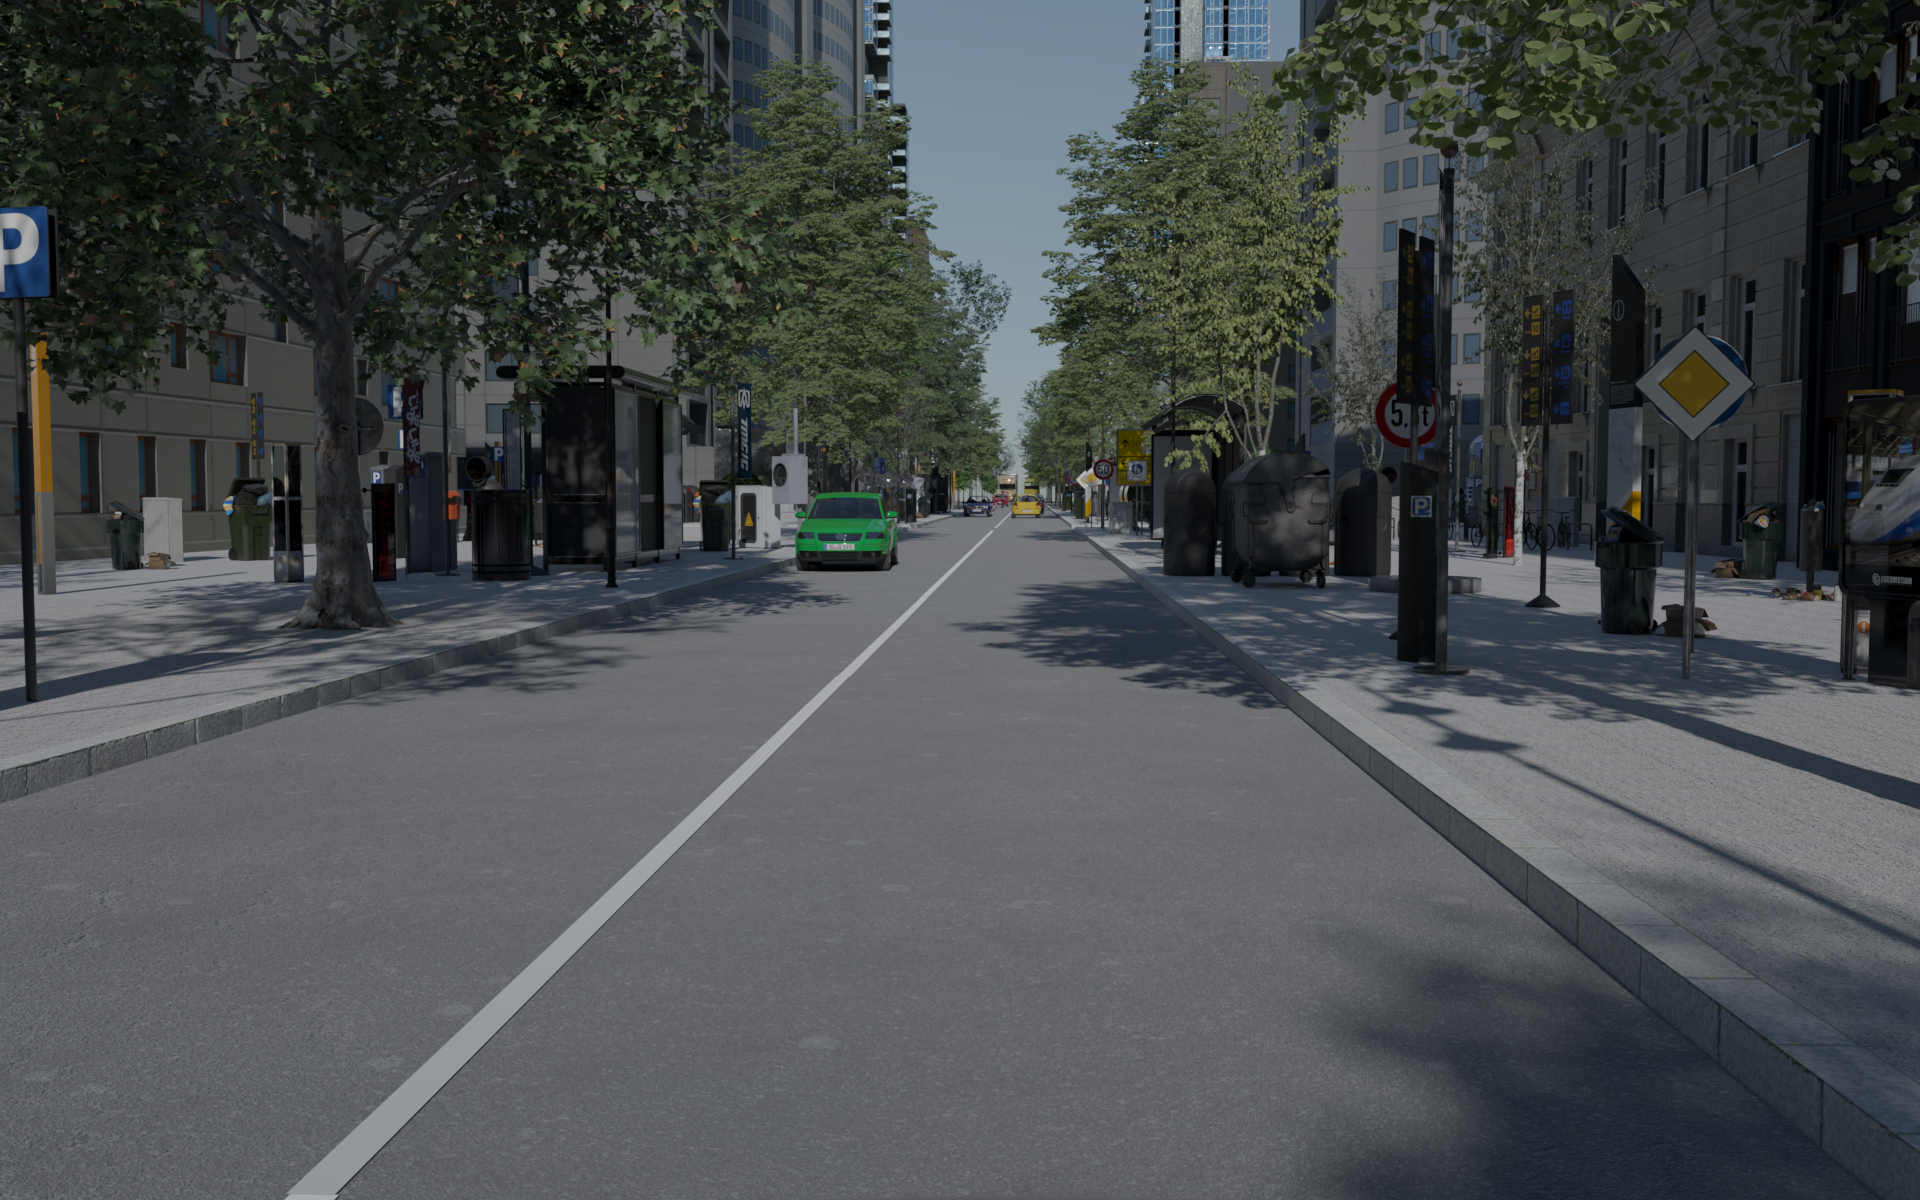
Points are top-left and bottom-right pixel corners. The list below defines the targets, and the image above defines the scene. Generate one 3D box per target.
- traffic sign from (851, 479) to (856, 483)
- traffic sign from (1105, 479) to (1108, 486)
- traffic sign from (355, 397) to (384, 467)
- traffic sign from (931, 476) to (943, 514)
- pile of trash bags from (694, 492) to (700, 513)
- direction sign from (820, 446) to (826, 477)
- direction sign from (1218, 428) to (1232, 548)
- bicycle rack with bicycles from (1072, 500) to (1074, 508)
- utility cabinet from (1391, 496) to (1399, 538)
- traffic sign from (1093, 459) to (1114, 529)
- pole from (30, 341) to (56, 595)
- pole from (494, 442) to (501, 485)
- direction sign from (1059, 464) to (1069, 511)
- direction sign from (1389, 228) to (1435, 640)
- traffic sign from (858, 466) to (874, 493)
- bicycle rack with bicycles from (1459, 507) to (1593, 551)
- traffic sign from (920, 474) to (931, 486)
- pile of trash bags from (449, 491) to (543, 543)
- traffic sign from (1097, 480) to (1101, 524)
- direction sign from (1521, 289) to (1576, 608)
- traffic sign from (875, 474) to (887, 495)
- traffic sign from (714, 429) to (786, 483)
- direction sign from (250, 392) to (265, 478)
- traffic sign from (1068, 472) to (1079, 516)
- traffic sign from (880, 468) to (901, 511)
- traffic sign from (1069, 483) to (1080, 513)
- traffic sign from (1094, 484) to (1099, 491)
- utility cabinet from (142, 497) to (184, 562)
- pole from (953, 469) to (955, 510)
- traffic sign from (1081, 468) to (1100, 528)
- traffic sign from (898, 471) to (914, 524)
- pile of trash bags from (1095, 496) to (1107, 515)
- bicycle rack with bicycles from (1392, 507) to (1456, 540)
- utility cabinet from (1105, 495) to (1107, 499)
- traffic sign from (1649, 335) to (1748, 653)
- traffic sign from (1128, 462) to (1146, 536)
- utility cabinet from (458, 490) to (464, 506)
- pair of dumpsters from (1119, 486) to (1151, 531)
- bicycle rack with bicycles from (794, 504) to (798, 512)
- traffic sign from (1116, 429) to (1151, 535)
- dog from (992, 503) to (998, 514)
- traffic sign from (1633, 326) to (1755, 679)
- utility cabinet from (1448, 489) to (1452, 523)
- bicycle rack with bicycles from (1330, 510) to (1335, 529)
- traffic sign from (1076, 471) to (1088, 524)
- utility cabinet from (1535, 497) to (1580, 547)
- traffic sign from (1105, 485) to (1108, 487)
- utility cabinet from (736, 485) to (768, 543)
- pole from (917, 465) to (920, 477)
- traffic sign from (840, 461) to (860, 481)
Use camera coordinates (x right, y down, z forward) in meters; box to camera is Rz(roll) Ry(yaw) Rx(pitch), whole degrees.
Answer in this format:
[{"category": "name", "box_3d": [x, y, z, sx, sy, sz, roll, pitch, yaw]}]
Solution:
[{"category": "traffic sign", "box_3d": [-5.115, -4.884, 79.965, 0.768, 2.556, 0.104, 1, 4, 8]}, {"category": "traffic sign", "box_3d": [10.028, -7.060, 115.532, 0.768, 2.556, 0.104, 1, 4, 9]}, {"category": "traffic sign", "box_3d": [-7.961, -1.390, 22.834, 0.768, 2.556, 0.104, 1, 4, 10]}, {"category": "traffic sign", "box_3d": [-1.504, -6.781, 112.049, 0.795, 2.450, 0.064, 1, 4, 12]}, {"category": "pile of trash bags", "box_3d": [-12.439, -4.335, 80.637, 3.447, 1.369, 1.912, 3, 4, 36]}, {"category": "direction sign", "box_3d": [-6.193, -5.458, 81.242, 0.876, 3.537, 0.379, -2, 4, -35]}, {"category": "direction sign", "box_3d": [6.280, -3.014, 41.276, 0.379, 3.537, 0.876, -1, 4, -14]}, {"category": "bicycle rack with bicycles", "box_3d": [10.460, -7.982, 143.894, 2.925, 0.926, 2.852, 1, 4, 18]}, {"category": "utility cabinet", "box_3d": [13.114, -2.444, 51.128, 1.020, 1.237, 0.306, -3, 5, -43]}, {"category": "traffic sign", "box_3d": [5.193, -3.827, 62.684, 0.768, 2.556, 0.104, 1, 4, 9]}, {"category": "pole", "box_3d": [-11.649, -1.722, 22.000, 0.158, 3.312, 0.155, 0, 3, 0]}, {"category": "pole", "box_3d": [-17.991, -4.500, 67.412, 0.158, 3.312, 0.155, 0, 3, 0]}, {"category": "direction sign", "box_3d": [7.751, -8.362, 128.722, 0.876, 3.537, 0.379, -2, 4, -31]}, {"category": "direction sign", "box_3d": [3.987, -1.419, 15.205, 0.379, 3.537, 0.876, 2, 4, 33]}, {"category": "traffic sign", "box_3d": [-4.321, -4.835, 79.152, 0.768, 2.556, 0.104, 1, 4, 11]}, {"category": "bicycle rack with bicycles", "box_3d": [13.369, -1.638, 40.167, 2.852, 0.926, 2.925, 0, 4, 1]}, {"category": "traffic sign", "box_3d": [-2.241, -6.692, 109.522, 0.768, 2.556, 0.104, 0, 4, 7]}, {"category": "pile of trash bags", "box_3d": [-12.777, -2.287, 47.146, 1.912, 1.369, 3.447, 2, 4, 30]}, {"category": "traffic sign", "box_3d": [5.799, -4.336, 73.030, 0.606, 2.300, 0.079, 0, 4, 6]}, {"category": "direction sign", "box_3d": [6.627, -1.688, 19.597, 0.379, 3.537, 0.876, -1, 4, -19]}, {"category": "traffic sign", "box_3d": [-4.076, -5.339, 89.425, 0.606, 2.300, 0.079, 0, 4, 5]}, {"category": "traffic sign", "box_3d": [-6.537, -3.674, 53.935, 2.265, 3.308, 0.079, 0, 4, 4]}, {"category": "direction sign", "box_3d": [-15.669, -2.856, 38.690, 0.379, 3.537, 0.876, -3, 4, -37]}, {"category": "traffic sign", "box_3d": [6.777, -6.238, 102.101, 0.768, 2.556, 0.104, 1, 4, 9]}, {"category": "traffic sign", "box_3d": [-2.670, -3.836, 66.360, 0.795, 2.450, 0.064, 0, 4, 2]}, {"category": "traffic sign", "box_3d": [7.599, -7.060, 115.431, 0.884, 2.594, 0.081, 1, 4, 10]}, {"category": "traffic sign", "box_3d": [9.585, -7.500, 122.726, 0.768, 2.556, 0.104, 0, 4, 8]}, {"category": "utility cabinet", "box_3d": [-15.140, -1.331, 32.918, 1.020, 1.237, 0.306, 3, 5, 40]}, {"category": "pole", "box_3d": [-0.477, -8.940, 140.008, 0.158, 3.312, 0.155, 0, 3, 0]}, {"category": "traffic sign", "box_3d": [5.017, -3.816, 66.029, 0.795, 2.450, 0.064, 0, 4, 2]}, {"category": "traffic sign", "box_3d": [-2.346, -4.324, 74.339, 0.795, 2.450, 0.064, 0, 4, 2]}, {"category": "pile of trash bags", "box_3d": [8.643, -5.969, 107.338, 3.447, 1.369, 1.912, 3, 5, 44]}, {"category": "bicycle rack with bicycles", "box_3d": [13.067, -2.128, 48.168, 2.852, 0.926, 2.925, 1, 4, 19]}, {"category": "utility cabinet", "box_3d": [12.364, -8.204, 145.303, 0.306, 1.237, 1.020, -1, 4, -14]}, {"category": "traffic sign", "box_3d": [5.886, -0.844, 13.912, 0.768, 2.556, 0.104, 1, 4, 10]}, {"category": "traffic sign", "box_3d": [5.465, -3.141, 53.490, 0.606, 2.300, 0.079, 1, 4, 12]}, {"category": "utility cabinet", "box_3d": [-24.339, -4.736, 86.108, 1.173, 1.500, 0.318, -2, 4, -25]}, {"category": "pair of dumpsters", "box_3d": [6.551, -3.607, 61.469, 1.574, 2.255, 4.437, 0, 4, 2]}, {"category": "bicycle rack with bicycles", "box_3d": [-11.042, -6.799, 124.552, 2.925, 0.926, 2.852, 1, 4, 23]}, {"category": "traffic sign", "box_3d": [6.001, -3.675, 53.957, 2.265, 3.308, 0.079, 0, 4, 3]}, {"category": "dog", "box_3d": [2.247, -6.459, 122.443, 0.513, 0.831, 0.800, -2, 4, -30]}, {"category": "traffic sign", "box_3d": [5.049, -0.660, 11.984, 0.795, 2.450, 0.064, 1, 4, 8]}, {"category": "utility cabinet", "box_3d": [21.389, -4.137, 76.325, 0.318, 1.500, 1.173, 2, 4, 25]}, {"category": "bicycle rack with bicycles", "box_3d": [12.889, -3.019, 62.739, 2.925, 0.926, 2.852, 2, 4, 25]}, {"category": "traffic sign", "box_3d": [5.341, -4.304, 74.007, 0.795, 2.450, 0.064, 0, 4, 2]}, {"category": "utility cabinet", "box_3d": [14.612, -1.910, 42.383, 0.306, 1.237, 1.020, -3, 5, -43]}, {"category": "traffic sign", "box_3d": [10.740, -7.512, 122.819, 0.884, 2.594, 0.081, 0, 4, 7]}, {"category": "utility cabinet", "box_3d": [-5.336, -2.194, 44.545, 0.318, 1.500, 1.173, -3, 4, -37]}, {"category": "pole", "box_3d": [-2.903, -7.847, 122.135, 0.158, 3.312, 0.155, 0, 3, 0]}, {"category": "traffic sign", "box_3d": [-4.234, -4.075, 66.730, 0.768, 2.556, 0.104, 0, 4, 6]}]
